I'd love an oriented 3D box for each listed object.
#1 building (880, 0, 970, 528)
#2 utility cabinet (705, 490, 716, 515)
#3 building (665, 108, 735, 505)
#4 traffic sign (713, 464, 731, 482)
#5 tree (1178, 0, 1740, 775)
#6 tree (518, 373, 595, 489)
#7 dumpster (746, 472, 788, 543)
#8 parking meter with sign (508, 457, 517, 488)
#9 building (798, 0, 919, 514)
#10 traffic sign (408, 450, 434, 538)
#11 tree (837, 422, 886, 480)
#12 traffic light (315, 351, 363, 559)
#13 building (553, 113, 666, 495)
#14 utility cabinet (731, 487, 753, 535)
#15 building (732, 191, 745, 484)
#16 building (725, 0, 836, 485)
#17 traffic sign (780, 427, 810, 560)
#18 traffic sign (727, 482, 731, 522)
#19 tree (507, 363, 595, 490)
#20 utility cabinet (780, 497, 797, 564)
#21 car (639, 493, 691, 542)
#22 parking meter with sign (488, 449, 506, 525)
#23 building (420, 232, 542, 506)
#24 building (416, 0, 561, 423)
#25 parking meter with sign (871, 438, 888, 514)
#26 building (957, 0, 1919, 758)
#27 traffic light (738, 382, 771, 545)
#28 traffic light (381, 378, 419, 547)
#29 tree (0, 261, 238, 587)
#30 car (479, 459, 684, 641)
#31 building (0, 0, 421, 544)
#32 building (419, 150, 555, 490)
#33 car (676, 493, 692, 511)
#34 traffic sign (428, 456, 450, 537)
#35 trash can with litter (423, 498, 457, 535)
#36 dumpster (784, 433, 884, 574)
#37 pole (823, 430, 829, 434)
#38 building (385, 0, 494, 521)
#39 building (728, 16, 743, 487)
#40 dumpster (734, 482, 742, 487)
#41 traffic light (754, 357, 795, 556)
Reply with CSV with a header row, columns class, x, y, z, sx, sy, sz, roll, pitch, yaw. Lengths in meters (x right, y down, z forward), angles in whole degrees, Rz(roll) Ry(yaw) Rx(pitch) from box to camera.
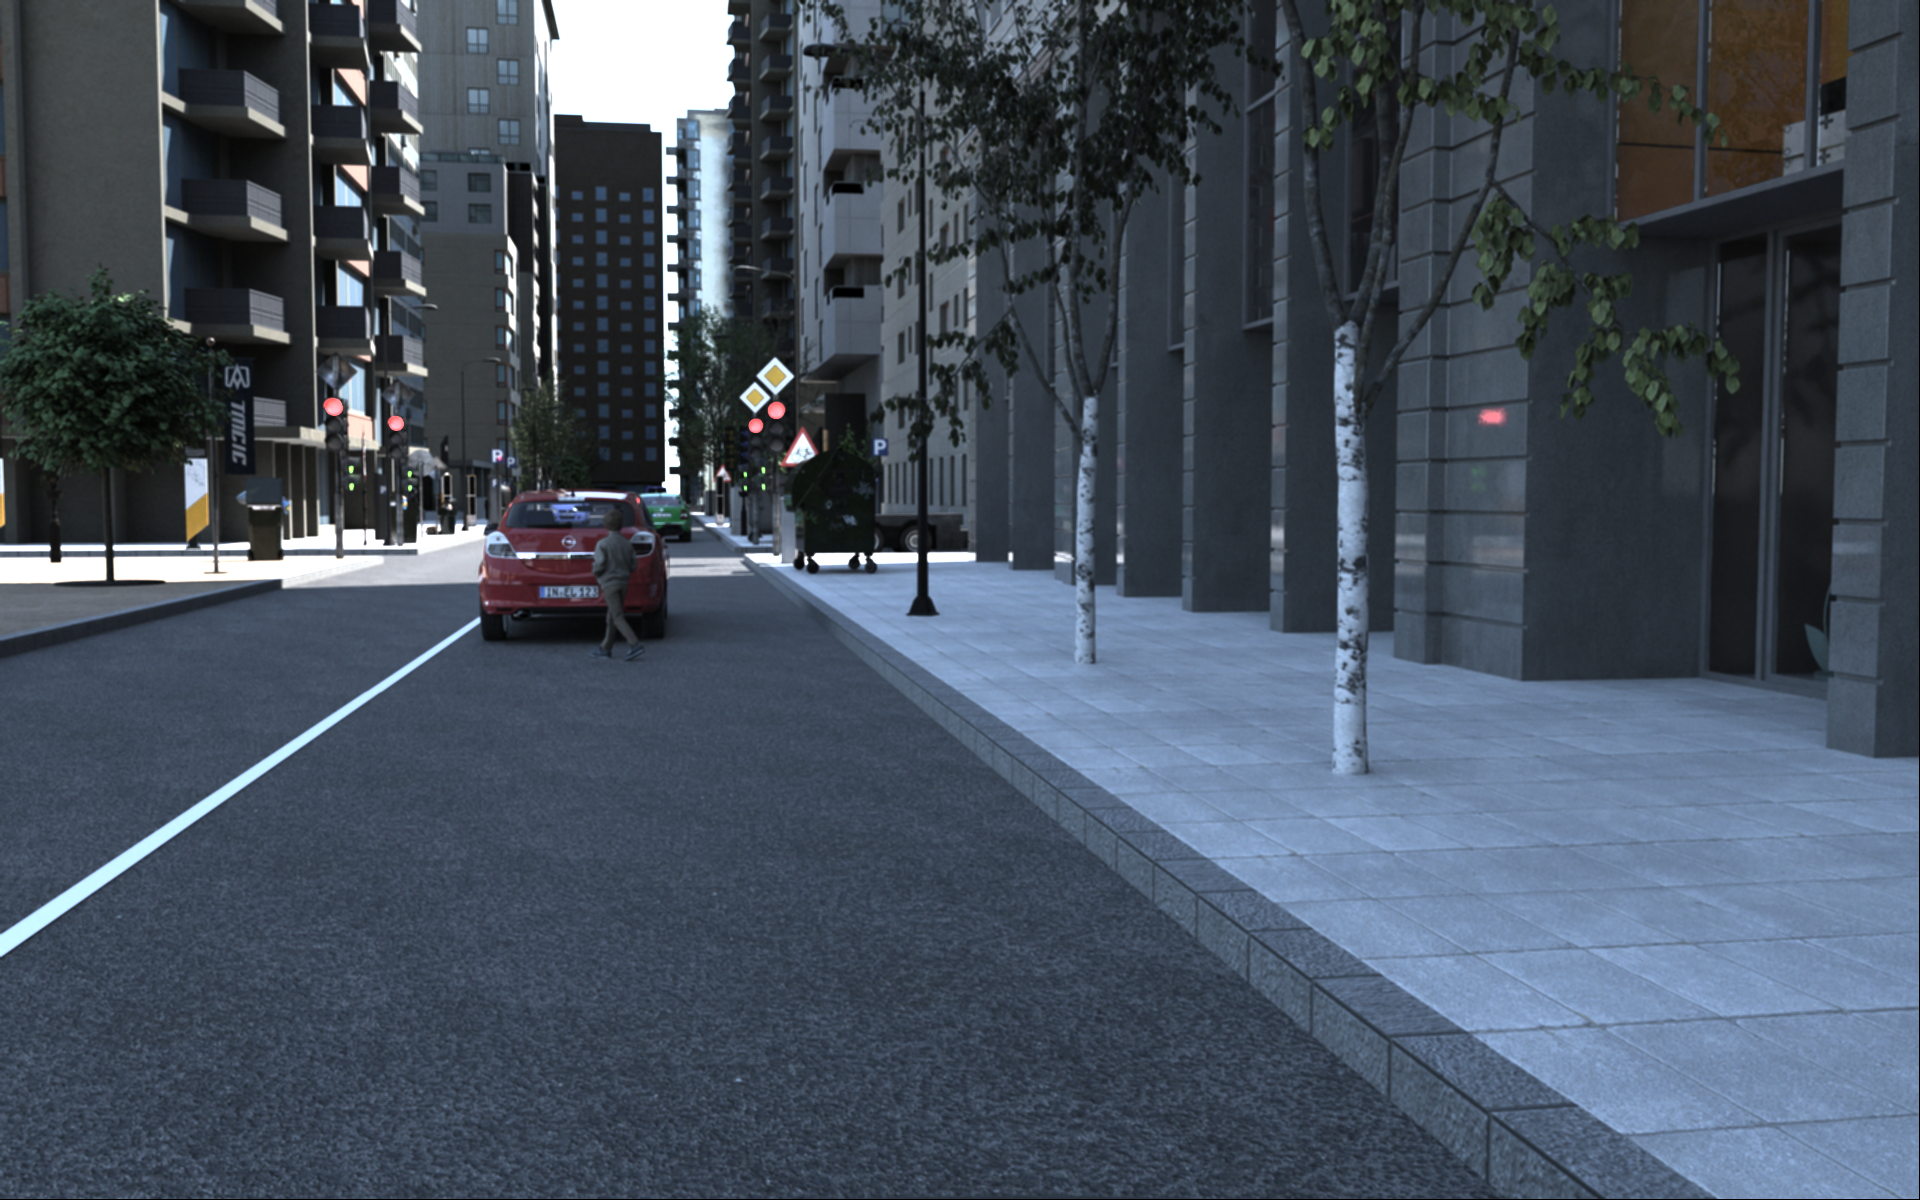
class,x,y,z,sx,sy,sz,roll,pitch,yaw
building,13.256,-13.228,61.319,28.899,21.520,27.650,-1,4,-10
utility cabinet,-14.887,-5.783,103.227,0.318,1.500,1.173,1,4,13
building,-21.149,-36.476,215.983,30.456,49.044,23.786,-1,4,-10
traffic sign,-10.141,-4.535,74.151,0.884,2.594,0.081,0,4,-8
tree,1.831,-3.494,7.493,4.737,8.622,4.395,0,3,0
tree,-24.718,-9.436,104.642,4.360,8.622,3.978,0,3,0
dumpster,-5.012,-2.465,46.063,1.264,1.857,1.865,-1,4,-10
parking meter with sign,-20.848,-5.108,79.769,0.543,3.016,1.738,0,4,-3
building,4.844,-31.401,102.648,28.713,52.752,27.495,-1,4,-10
traffic sign,-15.565,-3.053,50.030,0.768,2.556,0.104,0,4,-1
tree,-3.069,-3.197,46.865,1.663,3.219,1.824,0,3,0
traffic light,-12.238,-2.764,34.112,0.839,4.253,0.868,-1,4,-10
building,-42.685,-34.115,207.885,14.200,45.320,14.600,-1,4,-10
utility cabinet,-6.578,-2.784,54.193,1.173,1.500,0.318,-2,4,-31
building,-14.433,-23.979,163.756,14.160,30.474,14.107,-1,4,-10
building,-7.747,-29.816,142.115,22.147,44.769,28.867,-1,4,-10
traffic sign,-3.035,-2.048,33.495,0.884,2.594,0.081,0,4,-7
traffic sign,-10.700,-4.923,80.604,0.768,2.556,0.104,0,4,-8
tree,-23.675,-9.045,98.250,4.737,8.622,4.395,0,3,0
utility cabinet,-3.163,-1.281,32.101,0.306,1.237,1.020,0,4,-5
car,-9.174,-2.696,52.879,1.959,1.807,4.718,-1,4,-11
parking meter with sign,-18.157,-4.368,67.672,0.543,3.016,1.738,-1,4,-21
building,-46.110,-17.276,127.499,27.650,21.520,28.899,-1,4,-10
building,-53.796,-35.524,170.058,27.495,52.752,28.713,-1,4,-10
parking meter with sign,-2.827,-3.599,55.111,0.543,3.016,1.738,-1,4,-22
building,7.937,-14.768,18.947,11.434,29.767,29.804,-1,4,-10
traffic light,-5.148,-3.334,43.437,0.839,4.253,0.868,-1,4,-10
traffic light,-13.584,-3.245,41.983,0.839,4.253,0.868,-1,4,-10
tree,-12.202,-2.501,24.599,4.285,4.588,4.351,0,3,0
car,-4.043,-0.580,18.528,2.155,1.783,4.494,-1,4,-9
building,-29.785,-24.508,55.333,22.147,44.769,28.867,-1,4,-10
building,-42.825,-23.111,149.559,14.160,30.474,14.107,-1,4,-10
car,-14.558,-4.762,86.893,2.155,1.783,4.494,0,4,-8
traffic sign,-15.794,-3.124,52.266,0.795,2.450,0.064,0,4,-7
trash can with litter,-16.243,-2.611,54.071,1.055,1.170,0.624,1,4,10
dumpster,-2.092,-1.594,28.556,1.502,2.255,1.985,-1,4,-10
pole,-4.240,-3.738,54.956,0.158,3.312,0.155,0,3,0
building,-41.196,-24.251,88.390,32.217,40.220,23.993,-1,4,-10
building,-15.009,-45.394,180.439,20.563,71.187,20.611,-1,4,-10
dumpster,-6.738,-3.102,56.472,1.264,1.857,1.865,-1,4,-10
traffic light,-3.802,-2.853,35.566,0.839,4.253,0.868,-1,4,-10
